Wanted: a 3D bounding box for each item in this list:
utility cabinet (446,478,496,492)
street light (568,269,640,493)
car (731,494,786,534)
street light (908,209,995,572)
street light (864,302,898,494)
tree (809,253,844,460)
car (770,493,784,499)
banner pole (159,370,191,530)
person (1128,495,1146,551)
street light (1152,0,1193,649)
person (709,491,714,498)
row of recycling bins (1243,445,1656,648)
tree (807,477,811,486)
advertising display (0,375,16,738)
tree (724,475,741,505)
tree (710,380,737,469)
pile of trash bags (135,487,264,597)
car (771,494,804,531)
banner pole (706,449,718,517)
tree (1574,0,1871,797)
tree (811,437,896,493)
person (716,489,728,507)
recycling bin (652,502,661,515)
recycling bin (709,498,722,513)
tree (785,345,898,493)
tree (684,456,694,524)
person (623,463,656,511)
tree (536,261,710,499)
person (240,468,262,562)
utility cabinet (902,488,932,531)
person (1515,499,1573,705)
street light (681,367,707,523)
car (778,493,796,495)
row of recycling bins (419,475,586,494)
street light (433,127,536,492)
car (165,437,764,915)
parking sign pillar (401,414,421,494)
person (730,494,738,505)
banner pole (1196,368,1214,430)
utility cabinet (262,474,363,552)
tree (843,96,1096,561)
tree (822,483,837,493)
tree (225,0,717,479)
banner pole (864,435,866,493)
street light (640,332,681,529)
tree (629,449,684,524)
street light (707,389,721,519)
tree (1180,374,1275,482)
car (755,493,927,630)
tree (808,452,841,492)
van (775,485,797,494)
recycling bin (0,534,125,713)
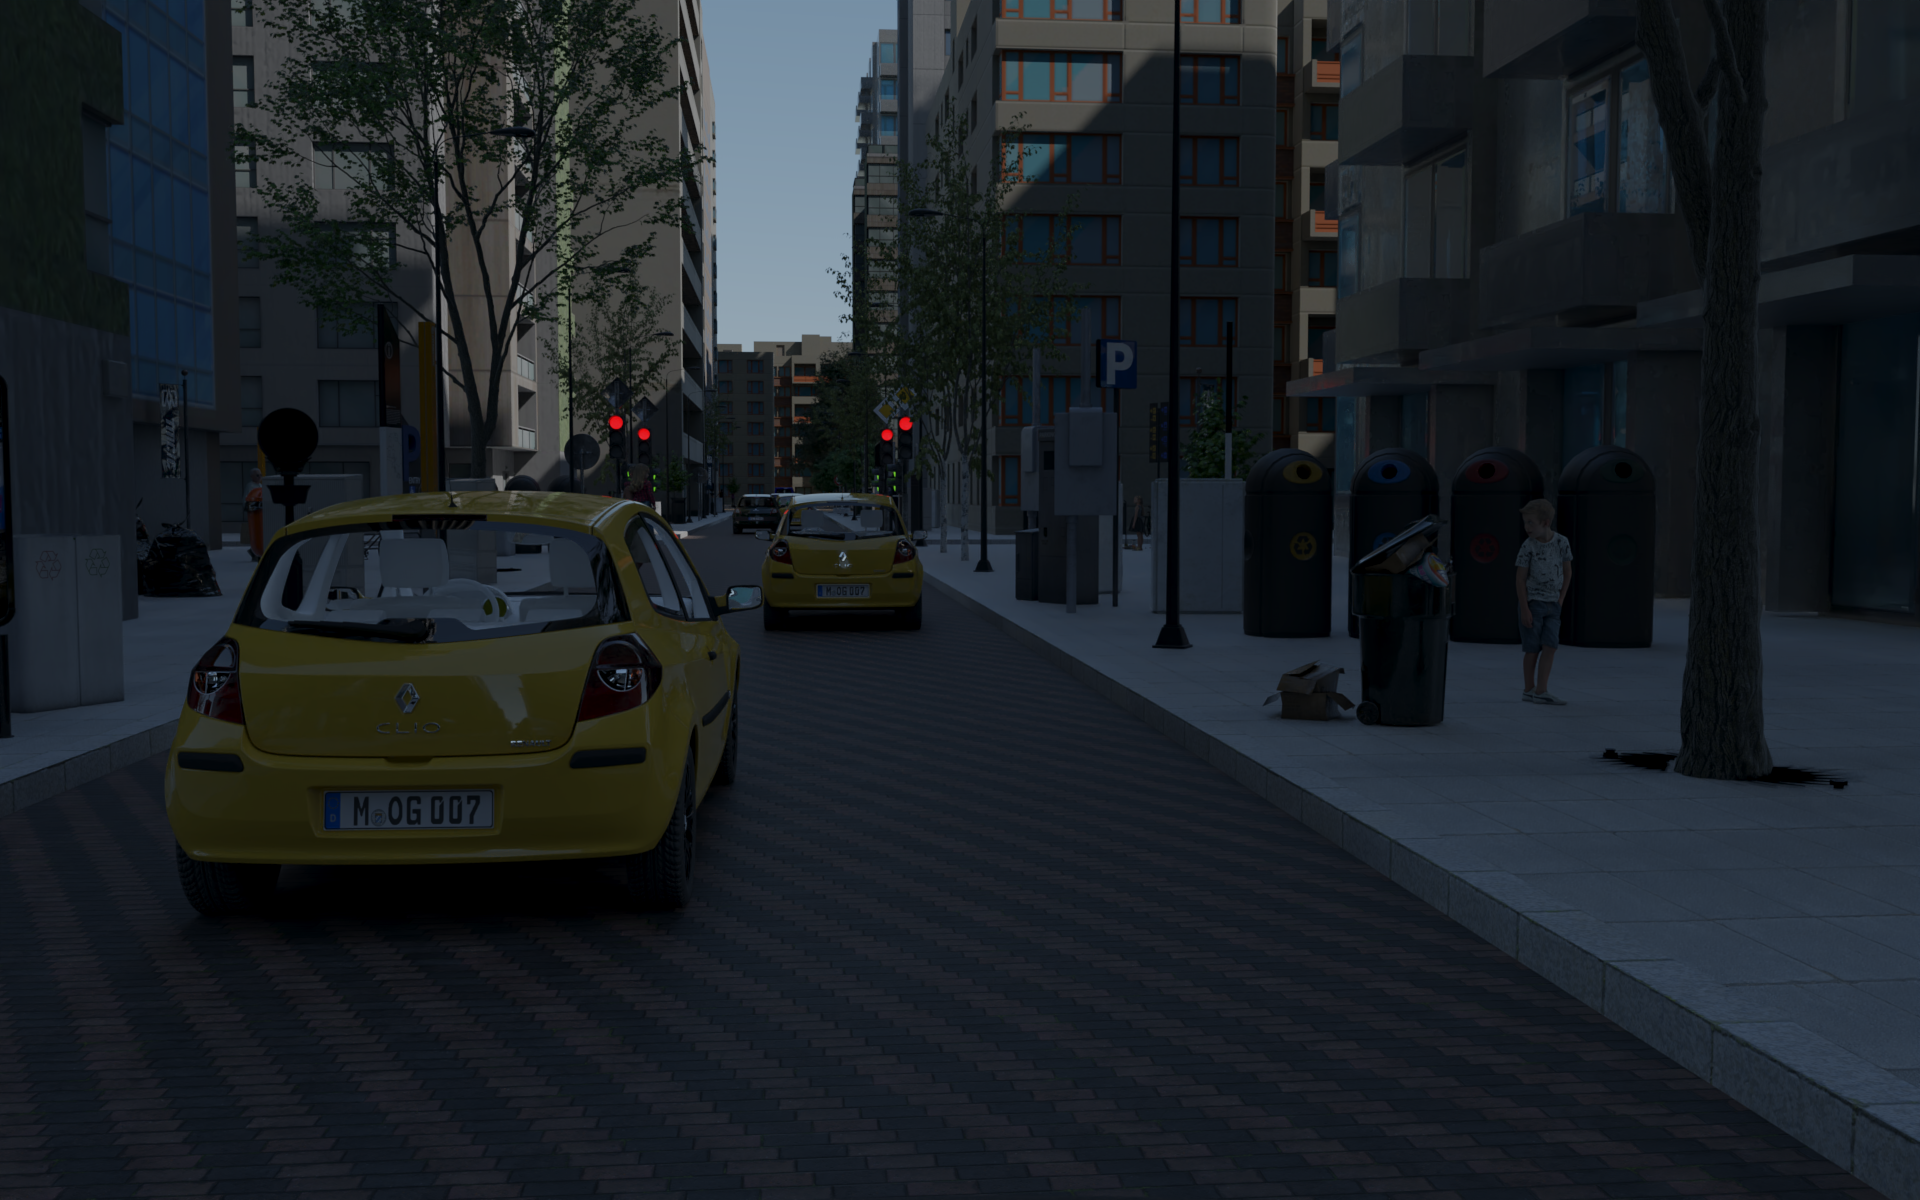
[{"bbox_3d":[-7.018,-0.986,24.795,0.318,1.500,1.173,-3,4,-37],"label":"utility cabinet"},{"bbox_3d":[-7.421,-3.850,35.490,1.470,5.913,1.316,0,4,-6],"label":"street light"},{"bbox_3d":[-7.402,-3.281,63.433,2.009,1.686,4.222,0,4,-5],"label":"car"},{"bbox_3d":[-0.144,-3.417,28.406,1.470,5.913,1.316,0,4,-6],"label":"street light"},{"bbox_3d":[-1.493,-4.259,42.175,1.470,5.913,1.316,0,4,-6],"label":"street light"},{"bbox_3d":[-0.598,-5.339,37.660,4.737,8.622,4.395,0,3,0],"label":"tree"},{"bbox_3d":[-12.711,-6.895,121.774,2.155,1.783,4.494,0,4,-4],"label":"car"},{"bbox_3d":[-15.687,-2.735,34.728,0.401,3.779,0.863,2,4,24],"label":"banner pole"},{"bbox_3d":[3.995,-1.737,39.106,0.373,1.253,0.362,2,4,28],"label":"person"},{"bbox_3d":[1.239,-2.552,14.266,1.470,5.913,1.316,0,4,-6],"label":"street light"},{"bbox_3d":[-21.304,-8.688,148.072,0.705,1.826,1.348,-2,4,-27],"label":"person"},{"bbox_3d":[4.241,-0.501,15.296,3.534,1.692,1.069,1,4,22],"label":"row of recycling bins"},{"bbox_3d":[-8.389,-8.319,119.728,4.285,4.588,4.351,0,3,0],"label":"tree"},{"bbox_3d":[-5.387,-0.222,8.844,0.974,1.923,0.123,-2,4,-33],"label":"advertising display"},{"bbox_3d":[-22.333,-10.808,171.318,1.663,3.219,1.824,0,3,0],"label":"tree"},{"bbox_3d":[-16.464,-9.930,112.712,4.737,8.622,4.395,0,3,0],"label":"tree"},{"bbox_3d":[-10.103,-0.749,21.994,1.912,1.369,3.447,3,4,39],"label":"pile of trash bags"},{"bbox_3d":[-6.642,-3.561,68.443,2.015,1.641,3.980,0,4,-7],"label":"car"},{"bbox_3d":[-13.823,-6.507,96.409,0.401,3.779,0.863,2,4,32],"label":"banner pole"},{"bbox_3d":[3.327,-5.008,7.640,9.928,11.665,9.643,0,3,0],"label":"tree"},{"bbox_3d":[-6.151,-7.196,101.371,4.285,4.588,4.351,0,3,0],"label":"tree"},{"bbox_3d":[-24.539,-10.546,178.477,1.348,1.822,0.705,1,4,16],"label":"person"},{"bbox_3d":[-10.223,-2.682,56.398,0.722,1.027,0.722,-3,5,-43],"label":"recycling bin"},{"bbox_3d":[-16.449,-6.366,116.640,0.722,1.027,0.722,-2,4,-26],"label":"recycling bin"},{"bbox_3d":[-8.794,-13.236,133.416,9.611,12.733,9.660,0,3,0],"label":"tree"},{"bbox_3d":[-12.426,-4.933,75.262,1.663,3.219,1.824,0,3,0],"label":"tree"},{"bbox_3d":[-4.186,-0.863,22.585,0.573,1.828,0.580,-3,5,-43],"label":"person"},{"bbox_3d":[-10.733,-6.327,53.816,4.737,8.622,4.395,0,3,0],"label":"tree"},{"bbox_3d":[-13.356,-1.601,32.706,0.515,1.767,0.782,0,4,4],"label":"person"},{"bbox_3d":[-1.578,-3.120,59.695,1.173,1.500,0.318,-2,4,-24],"label":"utility cabinet"},{"bbox_3d":[3.583,0.007,10.617,0.332,1.250,0.352,2,4,35],"label":"person"},{"bbox_3d":[-10.157,-5.553,63.326,1.470,5.913,1.316,0,4,-6],"label":"street light"},{"bbox_3d":[-8.855,-4.997,90.490,1.959,1.807,4.718,0,4,-4],"label":"car"},{"bbox_3d":[-9.875,-1.856,37.451,3.534,1.692,1.069,-1,4,-11],"label":"row of recycling bins"},{"bbox_3d":[-6.065,-3.026,22.019,1.470,5.913,1.316,0,4,-6],"label":"street light"},{"bbox_3d":[-1.871,0.174,7.372,2.015,1.641,3.980,0,4,-4],"label":"car"},{"bbox_3d":[-15.748,-3.712,49.157,1.447,3.967,1.447,1,4,9],"label":"parking sign pillar"},{"bbox_3d":[-24.841,-11.170,189.355,1.217,1.739,0.721,-2,4,-29],"label":"person"},{"bbox_3d":[4.870,-2.726,34.588,0.401,3.779,0.863,3,4,37],"label":"banner pole"},{"bbox_3d":[-7.245,-0.655,19.380,1.173,1.500,0.318,1,4,22],"label":"utility cabinet"},{"bbox_3d":[0.331,-5.062,33.119,4.737,8.622,4.395,0,3,0],"label":"tree"},{"bbox_3d":[-11.985,-9.988,157.905,1.663,3.219,1.824,0,3,0],"label":"tree"},{"bbox_3d":[-7.899,-6.284,28.495,9.928,11.665,9.643,0,3,0],"label":"tree"},{"bbox_3d":[-4.066,-5.139,74.041,0.401,3.779,0.863,-1,4,-9],"label":"banner pole"},{"bbox_3d":[-8.884,-4.717,49.668,1.470,5.913,1.316,0,4,-6],"label":"street light"},{"bbox_3d":[-11.905,-4.426,66.959,1.663,3.219,1.824,0,3,0],"label":"tree"},{"bbox_3d":[-11.490,-6.381,76.867,1.470,5.913,1.316,0,4,-6],"label":"street light"},{"bbox_3d":[4.147,-2.052,28.157,1.663,3.219,1.824,0,3,0],"label":"tree"},{"bbox_3d":[-1.346,-0.581,19.730,2.015,1.641,3.980,0,4,-4],"label":"car"},{"bbox_3d":[-14.622,-14.441,186.465,4.360,8.622,3.978,0,3,0],"label":"tree"},{"bbox_3d":[-16.536,-9.717,163.260,2.240,2.365,5.245,0,4,-4],"label":"van"},{"bbox_3d":[-5.637,0.123,10.543,0.722,1.027,0.722,1,4,23],"label":"recycling bin"}]
